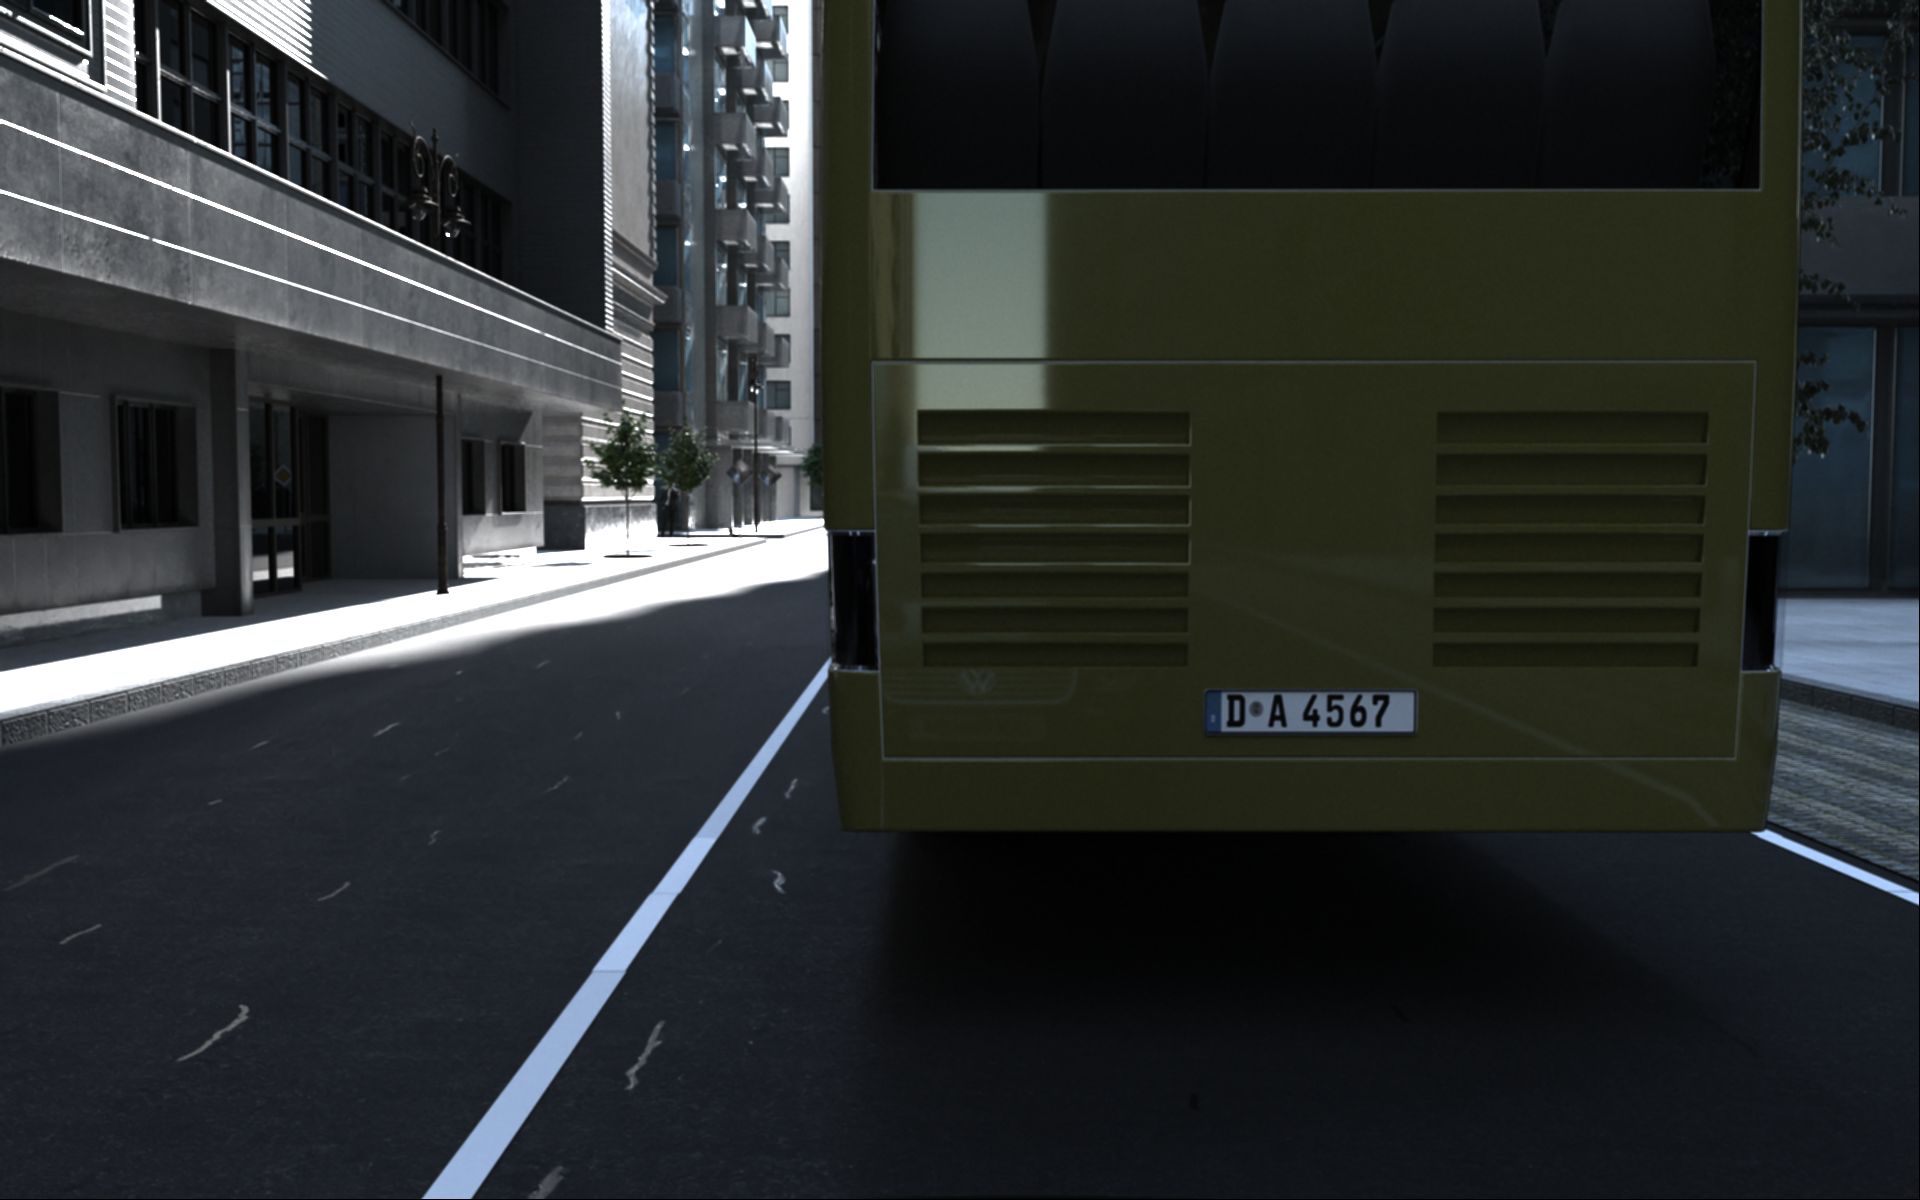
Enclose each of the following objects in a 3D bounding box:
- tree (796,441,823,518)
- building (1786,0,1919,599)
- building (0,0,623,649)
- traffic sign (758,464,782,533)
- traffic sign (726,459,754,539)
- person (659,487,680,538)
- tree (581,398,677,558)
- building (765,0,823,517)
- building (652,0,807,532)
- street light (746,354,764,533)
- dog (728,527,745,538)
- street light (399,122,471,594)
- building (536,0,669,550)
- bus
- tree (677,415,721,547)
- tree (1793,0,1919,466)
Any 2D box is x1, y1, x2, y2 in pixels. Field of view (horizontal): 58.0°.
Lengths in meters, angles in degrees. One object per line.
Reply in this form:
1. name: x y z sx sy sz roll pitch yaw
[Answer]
1. tree: -7.113 -6.651 92.460 4.285 4.588 4.351 0 3 0
2. building: 17.771 -25.264 32.672 23.786 49.044 30.456 0 4 0
3. building: -13.276 -12.111 17.084 14.314 24.678 30.058 0 4 0
4. traffic sign: -6.243 -3.257 56.894 0.795 2.450 0.064 0 4 0
5. traffic sign: -6.208 -2.769 48.909 0.795 2.450 0.064 0 4 0
6. person: -8.978 -2.798 53.614 0.648 1.900 0.474 -1 4 -15
7. tree: -6.762 -2.472 35.014 1.663 3.219 1.824 0 3 0
8. building: -12.373 -25.516 100.779 14.154 41.232 14.086 0 4 0
9. building: -18.910 -27.565 70.298 23.786 49.044 30.456 0 4 0
10. street light: -6.734 -5.159 57.130 0.468 5.910 1.993 0 4 0
11. dog: -7.073 -2.115 54.771 0.748 0.427 0.550 1 4 15
12. street light: -6.628 -3.012 22.033 0.468 5.910 1.993 0 4 0
13. building: -17.790 -13.125 43.475 19.941 23.489 11.050 0 4 0
14. bus: 0.915 -1.158 10.485 2.896 3.916 12.252 0 4 0
15. tree: -6.802 -2.922 42.374 1.663 3.219 1.824 0 3 0
16. tree: 6.884 -3.994 15.660 4.360 8.622 3.978 0 3 0
